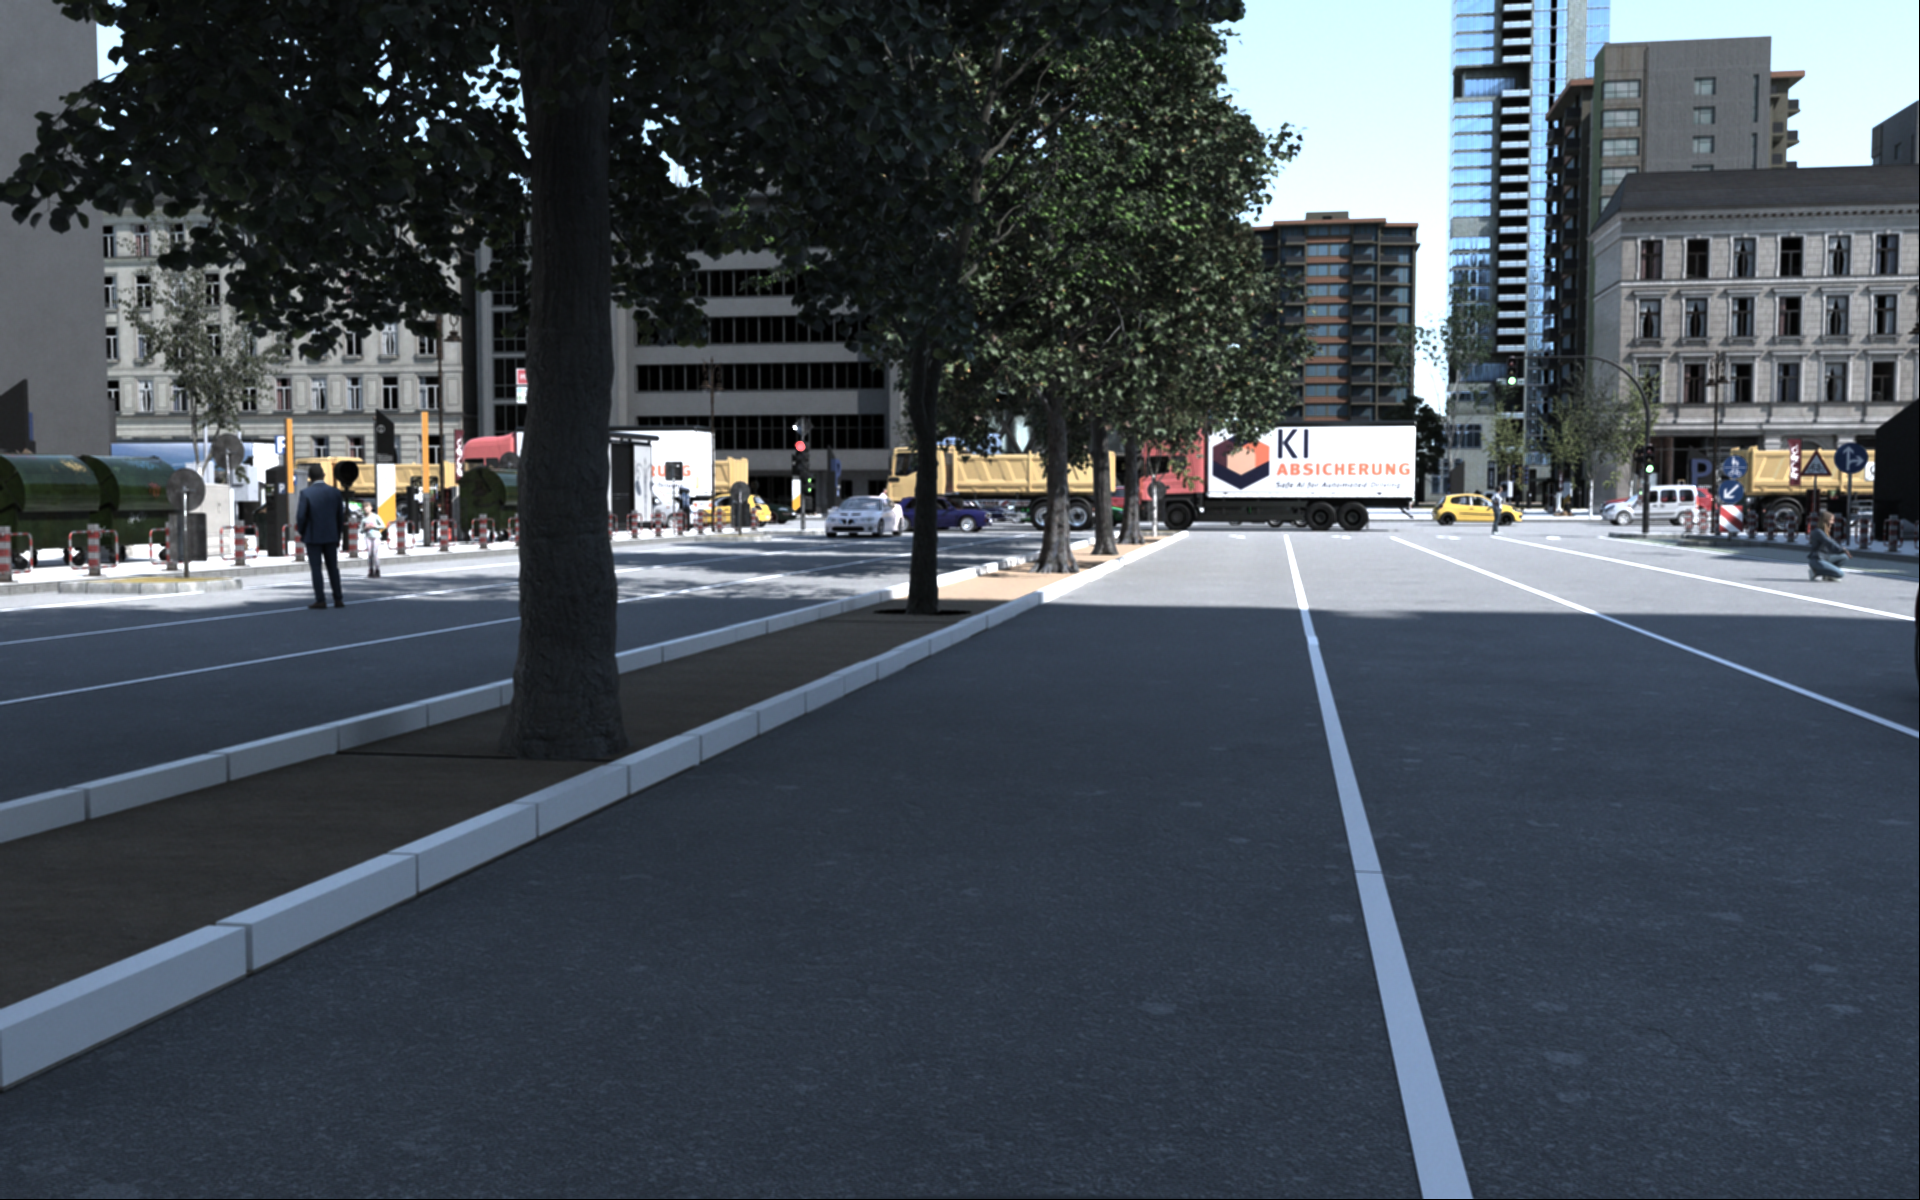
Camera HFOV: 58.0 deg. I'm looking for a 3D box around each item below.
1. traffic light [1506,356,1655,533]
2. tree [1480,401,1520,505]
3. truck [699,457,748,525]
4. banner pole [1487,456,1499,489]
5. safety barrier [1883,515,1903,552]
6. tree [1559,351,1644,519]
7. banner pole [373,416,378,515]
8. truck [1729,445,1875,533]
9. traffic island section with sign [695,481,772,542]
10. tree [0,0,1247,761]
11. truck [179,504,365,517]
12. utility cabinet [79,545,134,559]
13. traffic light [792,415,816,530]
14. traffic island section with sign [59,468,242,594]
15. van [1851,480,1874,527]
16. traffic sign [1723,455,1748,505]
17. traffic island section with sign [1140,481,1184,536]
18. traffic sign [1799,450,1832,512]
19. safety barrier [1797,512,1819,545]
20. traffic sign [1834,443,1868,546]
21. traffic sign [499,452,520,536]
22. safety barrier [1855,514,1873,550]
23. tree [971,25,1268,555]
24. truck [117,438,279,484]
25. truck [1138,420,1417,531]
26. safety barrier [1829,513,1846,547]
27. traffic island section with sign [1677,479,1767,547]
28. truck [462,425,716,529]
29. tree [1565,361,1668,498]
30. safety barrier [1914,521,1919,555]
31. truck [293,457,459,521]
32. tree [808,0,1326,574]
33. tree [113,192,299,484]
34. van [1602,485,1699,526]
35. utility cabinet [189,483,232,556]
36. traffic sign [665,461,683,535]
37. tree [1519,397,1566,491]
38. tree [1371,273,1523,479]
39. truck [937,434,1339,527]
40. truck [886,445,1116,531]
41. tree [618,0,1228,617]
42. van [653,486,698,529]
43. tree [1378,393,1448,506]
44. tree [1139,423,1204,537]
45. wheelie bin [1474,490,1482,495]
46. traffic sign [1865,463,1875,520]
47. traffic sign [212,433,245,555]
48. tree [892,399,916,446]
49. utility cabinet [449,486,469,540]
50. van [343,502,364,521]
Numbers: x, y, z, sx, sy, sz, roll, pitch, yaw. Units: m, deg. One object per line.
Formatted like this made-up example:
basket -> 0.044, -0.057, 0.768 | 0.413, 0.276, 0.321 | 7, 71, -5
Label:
traffic light -> 20.347, -5.026, 56.844 | 4.771, 5.953, 1.251 | 1, 4, 10
tree -> 42.284, -11.246, 134.229 | 4.737, 8.622, 4.395 | 0, 3, 0
truck -> -14.993, -5.225, 81.352 | 9.791, 3.379, 3.469 | 1, 4, 9
banner pole -> 35.322, -7.623, 114.648 | 0.863, 3.779, 0.401 | 1, 4, 23
safety barrier -> 20.552, -1.460, 38.142 | 0.300, 0.817, 1.120 | 1, 4, 10
tree -> 33.104, -8.544, 90.052 | 4.360, 8.622, 3.978 | 0, 3, 0
banner pole -> -18.629, -4.026, 55.836 | 0.863, 3.779, 0.401 | 1, 4, 16
truck -> 32.974, -4.035, 61.901 | 9.791, 3.379, 3.469 | 1, 4, 9
traffic island section with sign -> -6.860, -2.719, 53.084 | 1.989, 1.847, 2.006 | 1, 4, 10
tree -> -2.198, -6.128, 9.305 | 9.857, 13.997, 8.962 | 0, 3, 0
truck -> -38.217, -5.800, 84.596 | 18.799, 4.110, 2.967 | 1, 4, 12
utility cabinet -> -16.887, -1.565, 34.275 | 0.318, 1.500, 1.173 | 1, 4, 13
traffic light -> -5.582, -4.450, 61.684 | 0.839, 4.253, 0.868 | 1, 4, 10
traffic island section with sign -> -11.866, -1.047, 25.749 | 1.989, 1.847, 2.006 | 1, 4, 10
van -> 40.197, -4.351, 75.516 | 5.245, 2.365, 2.240 | 1, 4, 9
traffic sign -> 25.404, -3.470, 56.844 | 0.768, 2.556, 0.104 | 1, 4, 11
traffic island section with sign -> 6.745, -3.161, 59.817 | 2.006, 1.907, 1.989 | 1, 4, 10
traffic sign -> 25.187, -3.121, 51.027 | 0.884, 2.594, 0.081 | 1, 4, 12
safety barrier -> 21.585, -1.806, 43.807 | 0.300, 0.817, 1.120 | 1, 4, 10
traffic sign -> 22.093, -2.625, 43.018 | 0.768, 2.556, 0.104 | 1, 4, 15
traffic sign -> -13.605, -3.196, 52.360 | 0.768, 2.556, 0.104 | 1, 4, 16
safety barrier -> 20.896, -1.576, 40.035 | 0.300, 0.817, 1.120 | 1, 4, 10
tree -> 3.236, -7.987, 40.464 | 7.806, 13.903, 7.818 | 0, 3, 0
truck -> -40.641, -6.102, 88.684 | 11.283, 4.237, 2.839 | 1, 4, 10
truck -> 12.048, -4.843, 68.090 | 11.283, 4.237, 2.839 | 1, 4, 11
safety barrier -> 21.242, -1.691, 41.921 | 0.300, 0.817, 1.120 | 1, 4, 10
traffic island section with sign -> 20.772, -2.370, 47.374 | 1.989, 1.847, 2.006 | 1, 4, 10
truck -> -16.014, -5.131, 72.805 | 11.283, 4.237, 2.839 | 1, 4, 11
tree -> 36.930, -8.886, 95.648 | 4.737, 8.622, 4.395 | 0, 3, 0
safety barrier -> 20.204, -1.344, 36.257 | 0.300, 0.817, 1.120 | 1, 4, 10
truck -> -30.860, -5.804, 90.821 | 9.791, 3.379, 3.469 | 1, 4, 9
tree -> 1.778, -6.840, 31.306 | 9.611, 12.733, 9.660 | 0, 3, 0
tree -> -18.740, -5.671, 43.090 | 4.360, 8.622, 3.978 | 0, 3, 0
van -> 31.496, -4.408, 79.086 | 4.112, 2.044, 2.013 | 1, 4, 9
utility cabinet -> -15.375, -1.642, 35.530 | 0.318, 1.500, 1.173 | 0, 4, 3
traffic sign -> -8.952, -3.185, 54.206 | 0.606, 2.300, 0.079 | 1, 4, 16
tree -> 44.267, -10.766, 126.379 | 4.737, 8.622, 4.395 | 0, 3, 0
tree -> 42.554, -18.086, 151.591 | 12.611, 20.169, 13.585 | 0, 3, 0
truck -> 7.264, -5.258, 75.720 | 18.799, 4.110, 2.967 | 1, 4, 11
truck -> 1.167, -4.443, 68.570 | 9.791, 3.379, 3.469 | 1, 4, 10
tree -> -0.356, -5.622, 20.133 | 9.928, 11.665, 9.643 | 0, 3, 0
van -> -12.377, -3.800, 69.141 | 4.112, 2.044, 2.013 | 1, 4, 11
tree -> 48.876, -16.106, 185.387 | 6.751, 12.117, 7.091 | 0, 3, 0
tree -> 6.461, -6.380, 57.125 | 4.737, 8.622, 4.395 | 0, 3, 0
wheelie bin -> 38.229, -7.344, 127.974 | 0.693, 1.594, 0.980 | 2, 4, 26
traffic sign -> 29.115, -3.244, 55.164 | 0.606, 2.300, 0.079 | 1, 4, 11
traffic sign -> -15.382, -2.220, 36.402 | 0.768, 2.556, 0.104 | 1, 4, 13
tree -> -2.226, -9.303, 102.460 | 4.360, 8.622, 3.978 | 0, 3, 0
utility cabinet -> -13.837, -2.394, 47.813 | 0.318, 1.500, 1.173 | 0, 4, -5
van -> -26.912, -3.978, 72.045 | 4.112, 2.044, 2.013 | 1, 4, 8
